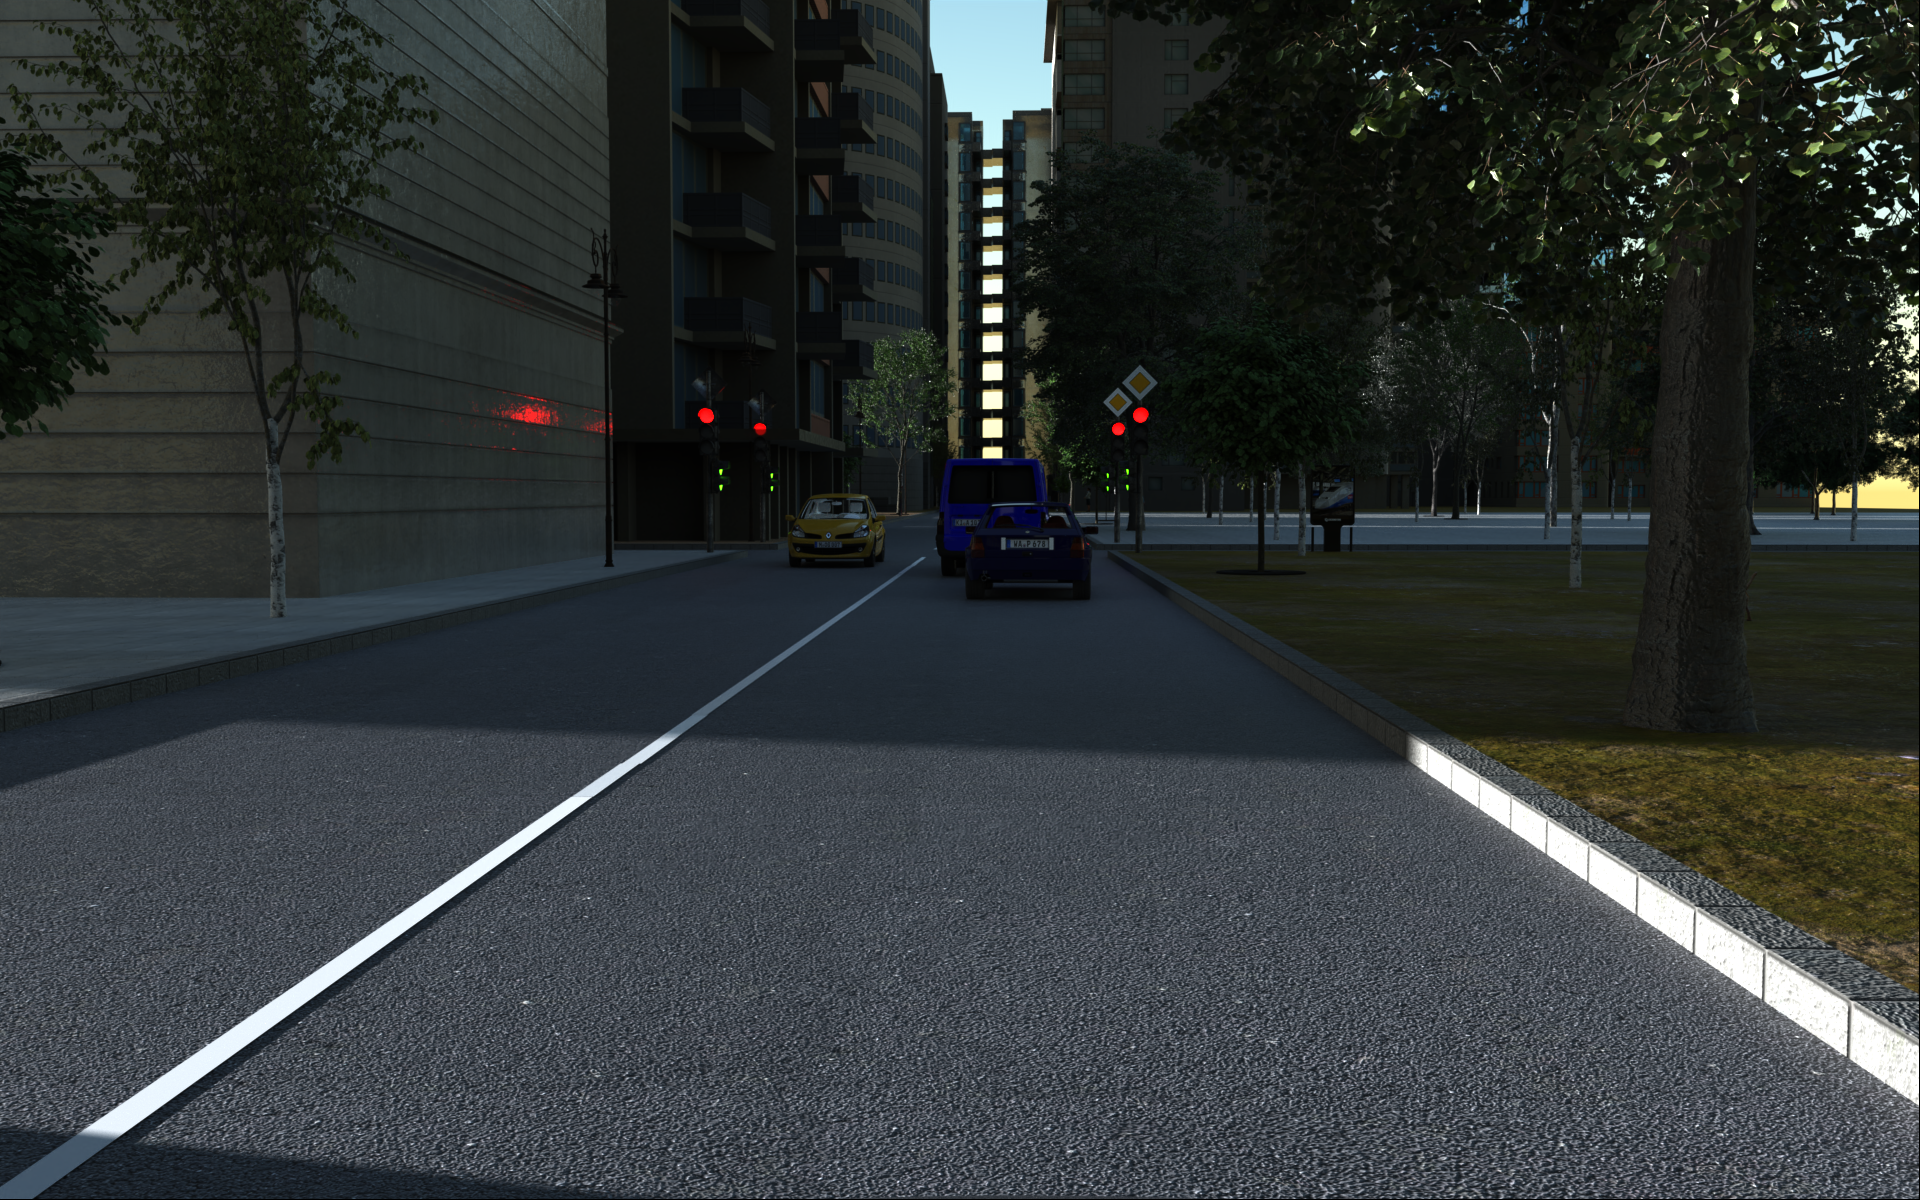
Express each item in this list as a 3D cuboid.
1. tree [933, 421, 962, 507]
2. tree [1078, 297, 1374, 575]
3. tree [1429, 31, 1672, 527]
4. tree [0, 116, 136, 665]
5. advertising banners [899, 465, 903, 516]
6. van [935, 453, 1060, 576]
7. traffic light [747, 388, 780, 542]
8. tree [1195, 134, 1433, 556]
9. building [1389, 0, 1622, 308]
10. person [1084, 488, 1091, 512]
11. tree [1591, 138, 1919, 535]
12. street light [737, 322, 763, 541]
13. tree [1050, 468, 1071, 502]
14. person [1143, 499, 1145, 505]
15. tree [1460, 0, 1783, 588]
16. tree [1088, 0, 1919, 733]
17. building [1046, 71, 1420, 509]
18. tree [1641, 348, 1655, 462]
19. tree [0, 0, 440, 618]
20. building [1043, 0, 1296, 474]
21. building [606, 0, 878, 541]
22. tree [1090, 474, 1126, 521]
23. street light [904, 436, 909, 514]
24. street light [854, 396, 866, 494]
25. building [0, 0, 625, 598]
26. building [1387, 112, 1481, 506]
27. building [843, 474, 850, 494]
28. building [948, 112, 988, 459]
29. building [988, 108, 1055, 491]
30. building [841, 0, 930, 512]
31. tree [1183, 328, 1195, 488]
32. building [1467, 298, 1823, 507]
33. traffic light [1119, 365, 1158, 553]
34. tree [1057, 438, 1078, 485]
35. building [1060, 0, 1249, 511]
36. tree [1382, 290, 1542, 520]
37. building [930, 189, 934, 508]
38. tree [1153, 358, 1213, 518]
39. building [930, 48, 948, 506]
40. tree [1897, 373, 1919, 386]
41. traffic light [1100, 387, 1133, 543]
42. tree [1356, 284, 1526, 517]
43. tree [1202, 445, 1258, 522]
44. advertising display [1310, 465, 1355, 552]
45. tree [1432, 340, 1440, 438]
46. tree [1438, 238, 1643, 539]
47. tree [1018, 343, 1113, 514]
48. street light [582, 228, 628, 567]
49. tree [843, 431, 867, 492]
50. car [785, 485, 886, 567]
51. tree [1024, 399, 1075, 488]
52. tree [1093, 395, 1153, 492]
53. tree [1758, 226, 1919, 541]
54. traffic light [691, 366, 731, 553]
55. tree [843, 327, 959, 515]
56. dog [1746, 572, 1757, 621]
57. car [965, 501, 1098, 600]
[{"bbox_3d":[-2.113,-13.539,171.726,4.737,8.622,4.395,0,3,0],"label":"tree"},{"bbox_3d":[4.827,-2.705,27.948,4.285,4.588,4.351,0,3,0],"label":"tree"},{"bbox_3d":[24.518,-12.986,68.213,12.611,20.169,13.585,0,3,0],"label":"tree"},{"bbox_3d":[-7.879,-1.765,12.566,4.285,4.588,4.351,0,3,0],"label":"tree"},{"bbox_3d":[-3.445,-6.416,101.096,0.090,3.025,2.074,0,4,3],"label":"advertising banners"},{"bbox_3d":[0.710,-1.684,31.915,2.240,2.365,5.245,0,4,4],"label":"van"},{"bbox_3d":[-5.225,-3.488,45.942,0.839,4.253,0.868,0,4,2],"label":"traffic light"},{"bbox_3d":[7.119,-5.209,35.530,4.360,8.622,3.978,0,3,0],"label":"tree"},{"bbox_3d":[65.351,-54.977,211.547,31.000,86.520,22.319,0,4,2],"label":"building"},{"bbox_3d":[9.234,-7.261,125.550,0.721,1.735,1.217,1,4,22],"label":"person"},{"bbox_3d":[24.939,-8.403,54.405,9.611,12.733,9.660,0,3,0],"label":"tree"},{"bbox_3d":[-5.651,-4.524,46.752,0.468,5.910,1.993,0,4,2],"label":"street light"},{"bbox_3d":[7.340,-7.857,123.058,1.663,3.219,1.824,0,3,0],"label":"tree"},{"bbox_3d":[7.865,-4.325,76.774,0.620,1.820,0.660,3,5,44],"label":"person"},{"bbox_3d":[8.458,-4.459,23.264,4.737,8.622,4.395,0,3,0],"label":"tree"},{"bbox_3d":[4.034,-6.279,9.314,9.857,13.997,8.962,0,3,0],"label":"tree"},{"bbox_3d":[24.066,-28.410,156.385,32.217,40.220,23.993,0,4,2],"label":"building"},{"bbox_3d":[32.359,-8.106,82.899,4.360,8.622,3.978,0,3,0],"label":"tree"},{"bbox_3d":[-7.188,-4.111,17.576,4.737,8.622,4.395,0,3,0],"label":"tree"},{"bbox_3d":[23.290,-36.247,181.876,28.713,52.752,27.495,0,4,2],"label":"building"},{"bbox_3d":[-14.473,-24.739,59.106,22.147,44.769,28.867,0,4,2],"label":"building"},{"bbox_3d":[6.826,-5.360,82.241,1.663,3.219,1.824,0,3,0],"label":"tree"},{"bbox_3d":[-3.560,-8.596,113.327,0.468,5.910,1.993,0,4,2],"label":"street light"},{"bbox_3d":[-4.598,-6.547,79.829,0.468,5.910,1.993,0,4,2],"label":"street light"},{"bbox_3d":[-29.083,-15.449,29.002,44.131,29.872,17.030,0,4,2],"label":"building"},{"bbox_3d":[47.607,-30.849,187.975,14.086,41.232,14.154,0,4,2],"label":"building"},{"bbox_3d":[-16.522,-39.927,91.058,20.563,71.187,20.611,0,4,2],"label":"building"},{"bbox_3d":[-11.186,-36.489,216.197,30.456,49.044,23.786,0,4,2],"label":"building"},{"bbox_3d":[19.234,-36.391,214.594,30.456,49.044,23.786,0,4,2],"label":"building"},{"bbox_3d":[-13.486,-36.240,134.524,21.231,58.520,28.212,0,4,2],"label":"building"},{"bbox_3d":[10.929,-7.455,72.260,4.360,8.622,3.978,0,3,0],"label":"tree"},{"bbox_3d":[68.869,-20.542,180.895,28.899,21.520,27.650,0,4,2],"label":"building"},{"bbox_3d":[3.883,-2.983,37.685,0.839,4.253,0.868,0,4,2],"label":"traffic light"},{"bbox_3d":[5.909,-5.503,73.692,4.285,4.588,4.351,0,3,0],"label":"tree"},{"bbox_3d":[14.977,-27.742,137.177,14.154,41.232,14.086,0,4,2],"label":"building"},{"bbox_3d":[25.242,-9.876,87.236,9.928,11.665,9.643,0,3,0],"label":"tree"},{"bbox_3d":[-9.734,-23.535,156.492,14.160,30.474,14.107,0,4,2],"label":"building"},{"bbox_3d":[13.720,-9.678,92.653,7.601,10.594,8.767,1,4,11],"label":"tree"},{"bbox_3d":[-12.222,-34.401,186.149,21.600,48.544,21.300,0,4,2],"label":"building"},{"bbox_3d":[48.264,-7.202,80.666,20.602,7.101,11.467,2,4,23],"label":"tree"},{"bbox_3d":[4.132,-3.471,45.666,0.839,4.253,0.868,0,4,2],"label":"traffic light"},{"bbox_3d":[27.192,-11.511,98.571,12.009,13.543,11.850,0,3,0],"label":"tree"},{"bbox_3d":[13.504,-7.845,78.625,4.737,8.622,4.395,0,3,0],"label":"tree"},{"bbox_3d":[8.286,-2.038,38.533,0.974,1.923,0.123,0,4,2],"label":"advertising display"},{"bbox_3d":[20.850,-7.909,79.682,4.360,8.622,3.978,0,3,0],"label":"tree"},{"bbox_3d":[16.492,-6.041,49.135,4.360,8.622,3.978,0,3,0],"label":"tree"},{"bbox_3d":[7.463,-11.522,114.143,9.928,11.665,9.643,0,3,0],"label":"tree"},{"bbox_3d":[-6.187,-3.521,30.360,0.468,5.910,1.993,0,4,2],"label":"street light"},{"bbox_3d":[-5.840,-5.688,76.717,4.285,4.588,4.351,0,3,0],"label":"tree"},{"bbox_3d":[-2.480,-1.532,35.276,2.015,1.641,3.980,0,4,2],"label":"car"},{"bbox_3d":[6.954,-10.865,128.012,4.737,8.622,4.395,0,3,0],"label":"tree"},{"bbox_3d":[9.543,-9.435,104.631,4.360,8.622,3.978,0,3,0],"label":"tree"},{"bbox_3d":[24.141,-5.912,47.029,4.360,8.622,3.978,0,3,0],"label":"tree"},{"bbox_3d":[-5.475,-2.999,37.961,0.839,4.253,0.868,0,4,2],"label":"traffic light"},{"bbox_3d":[-3.614,-11.099,107.227,9.928,11.665,9.643,0,3,0],"label":"tree"},{"bbox_3d":[7.811,-0.051,17.657,0.540,0.507,0.406,1,4,20],"label":"dog"},{"bbox_3d":[1.019,-0.753,24.900,1.945,1.354,3.894,0,4,4],"label":"car"}]
